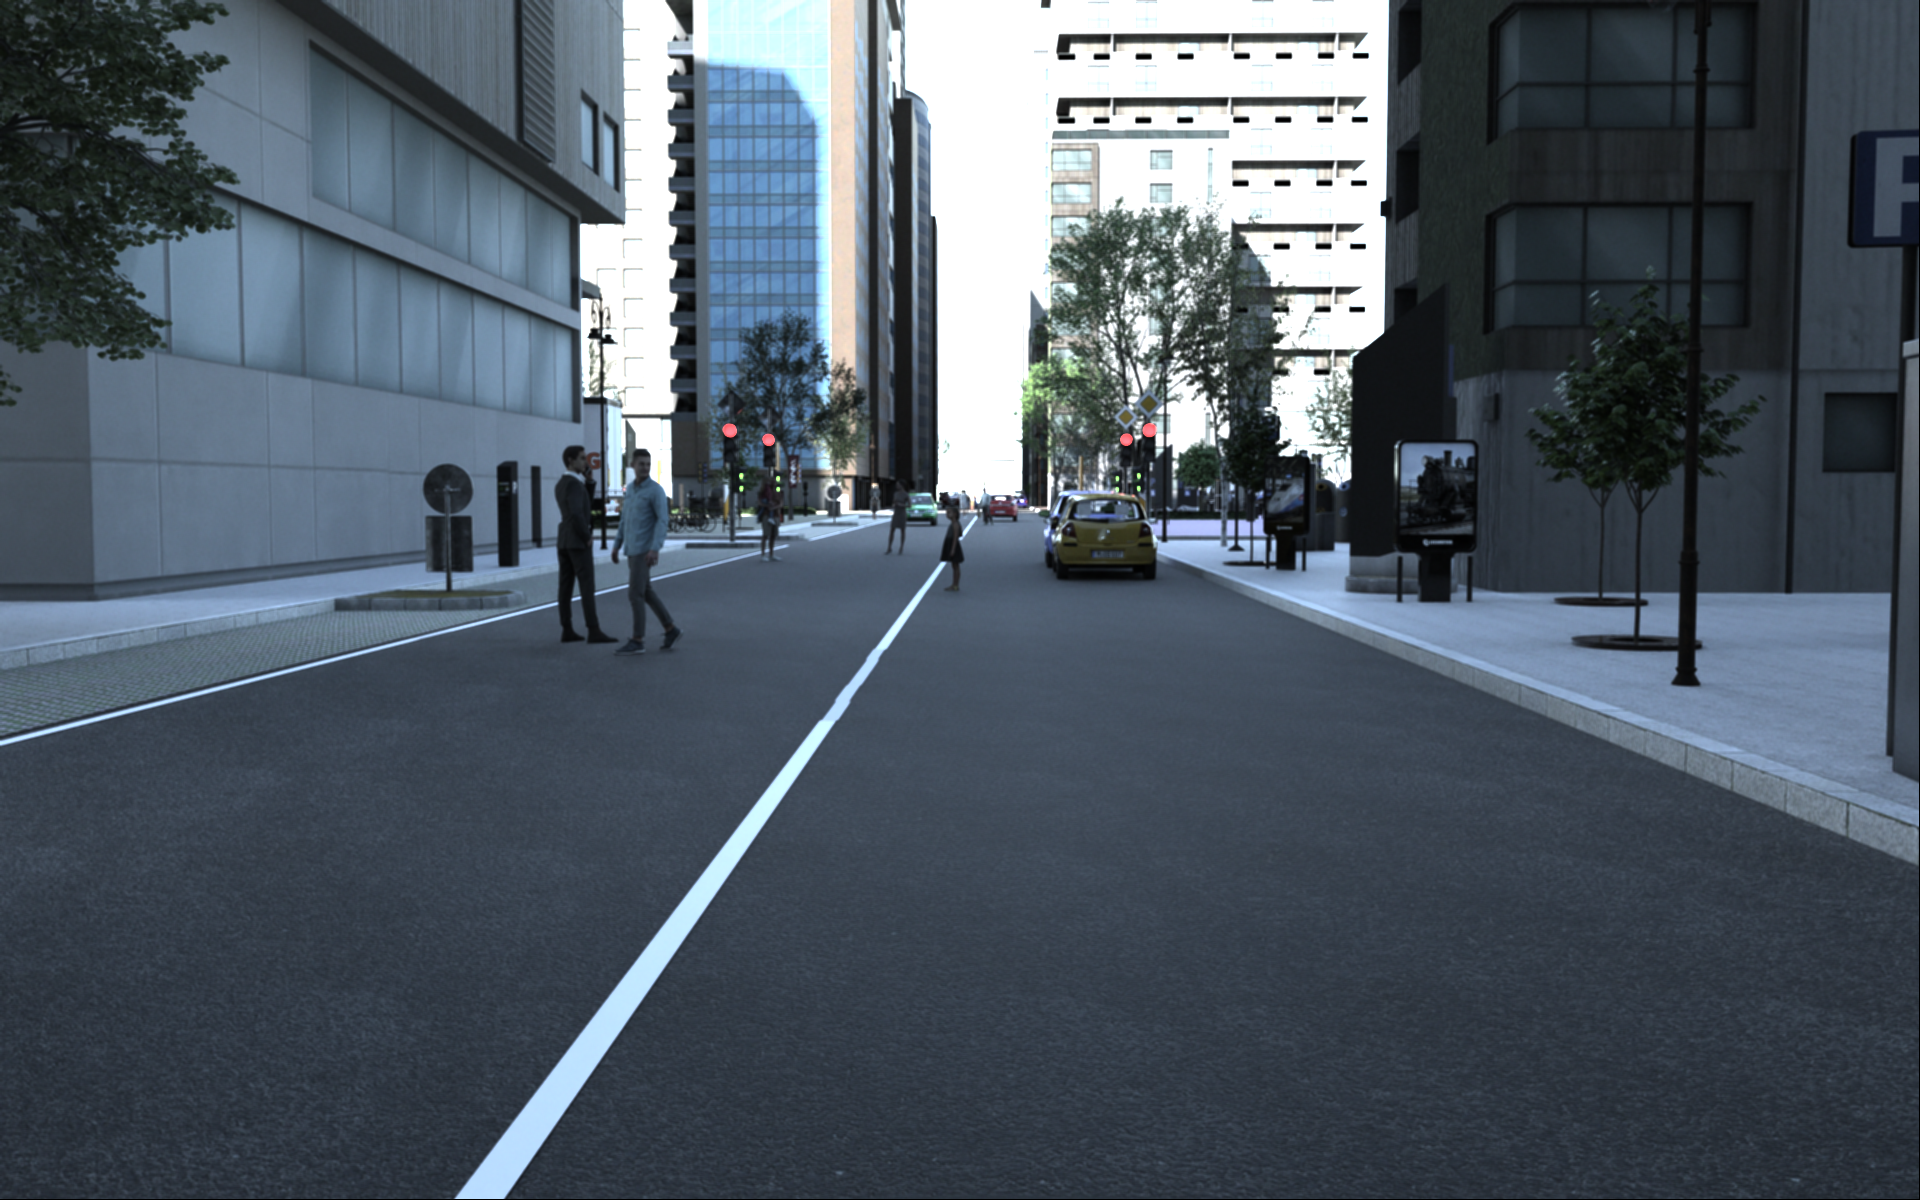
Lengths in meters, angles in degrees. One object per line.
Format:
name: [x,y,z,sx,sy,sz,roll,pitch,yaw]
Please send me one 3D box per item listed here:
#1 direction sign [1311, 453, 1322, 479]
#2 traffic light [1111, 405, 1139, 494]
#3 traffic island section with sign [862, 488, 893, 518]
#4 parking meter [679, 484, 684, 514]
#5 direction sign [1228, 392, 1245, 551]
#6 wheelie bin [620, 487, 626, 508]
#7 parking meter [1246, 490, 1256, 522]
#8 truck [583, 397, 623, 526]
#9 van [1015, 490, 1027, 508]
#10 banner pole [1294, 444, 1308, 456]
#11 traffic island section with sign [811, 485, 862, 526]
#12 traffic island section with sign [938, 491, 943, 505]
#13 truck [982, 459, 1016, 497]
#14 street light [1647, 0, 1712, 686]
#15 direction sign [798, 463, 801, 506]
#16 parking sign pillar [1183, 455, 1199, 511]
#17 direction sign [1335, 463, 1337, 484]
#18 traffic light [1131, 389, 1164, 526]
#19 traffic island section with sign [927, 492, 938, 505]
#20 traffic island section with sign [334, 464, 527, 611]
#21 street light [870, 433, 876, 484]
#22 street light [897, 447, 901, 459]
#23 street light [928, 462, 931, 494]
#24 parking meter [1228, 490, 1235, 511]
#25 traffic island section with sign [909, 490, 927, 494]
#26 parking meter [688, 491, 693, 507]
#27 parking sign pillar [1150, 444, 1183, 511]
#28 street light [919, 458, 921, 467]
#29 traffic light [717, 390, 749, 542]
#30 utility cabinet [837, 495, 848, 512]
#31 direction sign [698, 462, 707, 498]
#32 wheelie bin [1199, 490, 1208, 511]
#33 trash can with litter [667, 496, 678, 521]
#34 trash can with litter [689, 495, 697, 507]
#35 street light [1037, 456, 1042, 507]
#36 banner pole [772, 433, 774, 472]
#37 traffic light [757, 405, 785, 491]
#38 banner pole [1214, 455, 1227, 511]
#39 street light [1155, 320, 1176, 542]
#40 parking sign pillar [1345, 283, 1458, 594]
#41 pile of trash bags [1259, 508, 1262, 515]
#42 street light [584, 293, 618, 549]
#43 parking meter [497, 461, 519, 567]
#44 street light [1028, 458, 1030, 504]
direction sign: [19.746,-6.360,95.983,0.876,3.537,0.379,-3,4,-38]
traffic light: [5.185,-4.007,54.441,0.839,4.253,0.868,0,4,1]
traffic island section with sign: [-5.069,-5.871,104.623,1.989,1.847,2.006,0,4,1]
parking meter: [-16.244,-5.837,101.151,0.255,1.863,0.399,0,4,-7]
direction sign: [6.249,-2.879,39.067,0.379,3.537,0.876,1,4,21]
wheelie bin: [-14.203,-4.088,74.742,0.980,1.594,0.693,3,4,38]
parking meter: [13.627,-4.607,81.028,0.399,1.863,0.255,2,4,32]
truck: [-15.741,-3.793,50.931,11.283,4.237,2.839,0,4,-1]
van: [5.762,-10.203,173.824,2.013,2.044,4.112,0,4,1]
banner pole: [16.940,-5.892,86.345,0.863,3.779,0.401,0,4,-3]
traffic island section with sign: [-5.590,-4.219,77.612,1.989,1.847,2.006,0,4,1]
traffic island section with sign: [-2.569,-13.934,236.445,1.989,1.847,2.006,0,4,1]
truck: [3.289,-9.537,144.850,2.839,4.237,11.283,0,4,1]
street light: [4.881,-2.366,11.468,0.468,5.910,1.993,0,4,1]
direction sign: [-11.717,-8.209,126.213,0.379,3.537,0.876,-1,4,-19]
parking sign pillar: [14.343,-7.362,108.840,1.447,3.967,1.447,1,4,22]
direction sign: [27.619,-8.275,127.294,0.379,3.537,0.876,1,4,16]
traffic light: [5.034,-3.519,46.458,0.839,4.253,0.868,0,4,1]
traffic island section with sign: [-3.623,-10.530,180.786,1.989,1.847,2.006,0,4,1]
traffic island section with sign: [-6.642,-0.822,22.061,1.989,1.847,2.006,0,4,1]
street light: [-6.641,-9.733,131.916,0.468,5.910,1.993,0,4,1]
street light: [-5.866,-11.835,166.285,0.468,5.910,1.993,0,4,1]
street light: [-4.384,-16.860,248.445,0.468,5.910,1.993,0,4,1]
parking meter: [15.914,-5.696,101.548,0.372,1.533,0.369,0,3,0]
traffic island section with sign: [-4.158,-8.831,153.014,1.989,1.847,2.006,0,4,1]
parking meter: [-19.275,-7.065,123.919,0.372,1.533,0.369,0,3,0]
parking sign pillar: [10.799,-6.386,92.876,1.447,3.967,1.447,-3,4,-39]
street light: [-4.973,-14.789,214.592,0.468,5.910,1.993,0,4,1]
traffic light: [-6.126,-3.531,46.653,0.839,4.253,0.868,0,4,1]
utility cabinet: [-8.712,-7.099,127.234,1.020,1.237,0.306,-3,5,-41]
direction sign: [-18.298,-8.016,123.059,0.379,3.537,0.876,3,4,36]
wheelie bin: [17.828,-7.285,127.013,0.980,1.594,0.693,-2,4,-32]
trash can with litter: [-13.670,-4.246,80.481,1.678,1.210,2.233,0,4,-7]
trash can with litter: [-17.838,-6.570,118.477,2.233,1.210,1.678,-1,4,-12]
street light: [7.921,-12.178,171.905,0.468,5.910,1.993,0,4,1]
banner pole: [-7.682,-4.945,70.874,0.401,3.779,0.863,-1,4,-15]
traffic light: [-5.974,-4.019,54.637,0.839,4.253,0.868,0,4,1]
banner pole: [14.989,-6.735,100.133,0.863,3.779,0.401,0,4,-1]
street light: [5.459,-4.483,46.085,0.468,5.910,1.993,0,4,1]
parking sign pillar: [5.818,-2.096,22.738,1.447,3.967,1.447,3,5,40]
pile of trash bags: [19.106,-5.826,105.004,3.447,1.369,1.912,1,4,13]
street light: [-8.269,-4.114,40.051,0.468,5.910,1.993,0,4,1]
parking meter: [-7.990,-1.523,30.614,0.255,1.863,0.399,0,4,7]
street light: [8.865,-15.192,221.182,0.468,5.910,1.993,0,4,1]
